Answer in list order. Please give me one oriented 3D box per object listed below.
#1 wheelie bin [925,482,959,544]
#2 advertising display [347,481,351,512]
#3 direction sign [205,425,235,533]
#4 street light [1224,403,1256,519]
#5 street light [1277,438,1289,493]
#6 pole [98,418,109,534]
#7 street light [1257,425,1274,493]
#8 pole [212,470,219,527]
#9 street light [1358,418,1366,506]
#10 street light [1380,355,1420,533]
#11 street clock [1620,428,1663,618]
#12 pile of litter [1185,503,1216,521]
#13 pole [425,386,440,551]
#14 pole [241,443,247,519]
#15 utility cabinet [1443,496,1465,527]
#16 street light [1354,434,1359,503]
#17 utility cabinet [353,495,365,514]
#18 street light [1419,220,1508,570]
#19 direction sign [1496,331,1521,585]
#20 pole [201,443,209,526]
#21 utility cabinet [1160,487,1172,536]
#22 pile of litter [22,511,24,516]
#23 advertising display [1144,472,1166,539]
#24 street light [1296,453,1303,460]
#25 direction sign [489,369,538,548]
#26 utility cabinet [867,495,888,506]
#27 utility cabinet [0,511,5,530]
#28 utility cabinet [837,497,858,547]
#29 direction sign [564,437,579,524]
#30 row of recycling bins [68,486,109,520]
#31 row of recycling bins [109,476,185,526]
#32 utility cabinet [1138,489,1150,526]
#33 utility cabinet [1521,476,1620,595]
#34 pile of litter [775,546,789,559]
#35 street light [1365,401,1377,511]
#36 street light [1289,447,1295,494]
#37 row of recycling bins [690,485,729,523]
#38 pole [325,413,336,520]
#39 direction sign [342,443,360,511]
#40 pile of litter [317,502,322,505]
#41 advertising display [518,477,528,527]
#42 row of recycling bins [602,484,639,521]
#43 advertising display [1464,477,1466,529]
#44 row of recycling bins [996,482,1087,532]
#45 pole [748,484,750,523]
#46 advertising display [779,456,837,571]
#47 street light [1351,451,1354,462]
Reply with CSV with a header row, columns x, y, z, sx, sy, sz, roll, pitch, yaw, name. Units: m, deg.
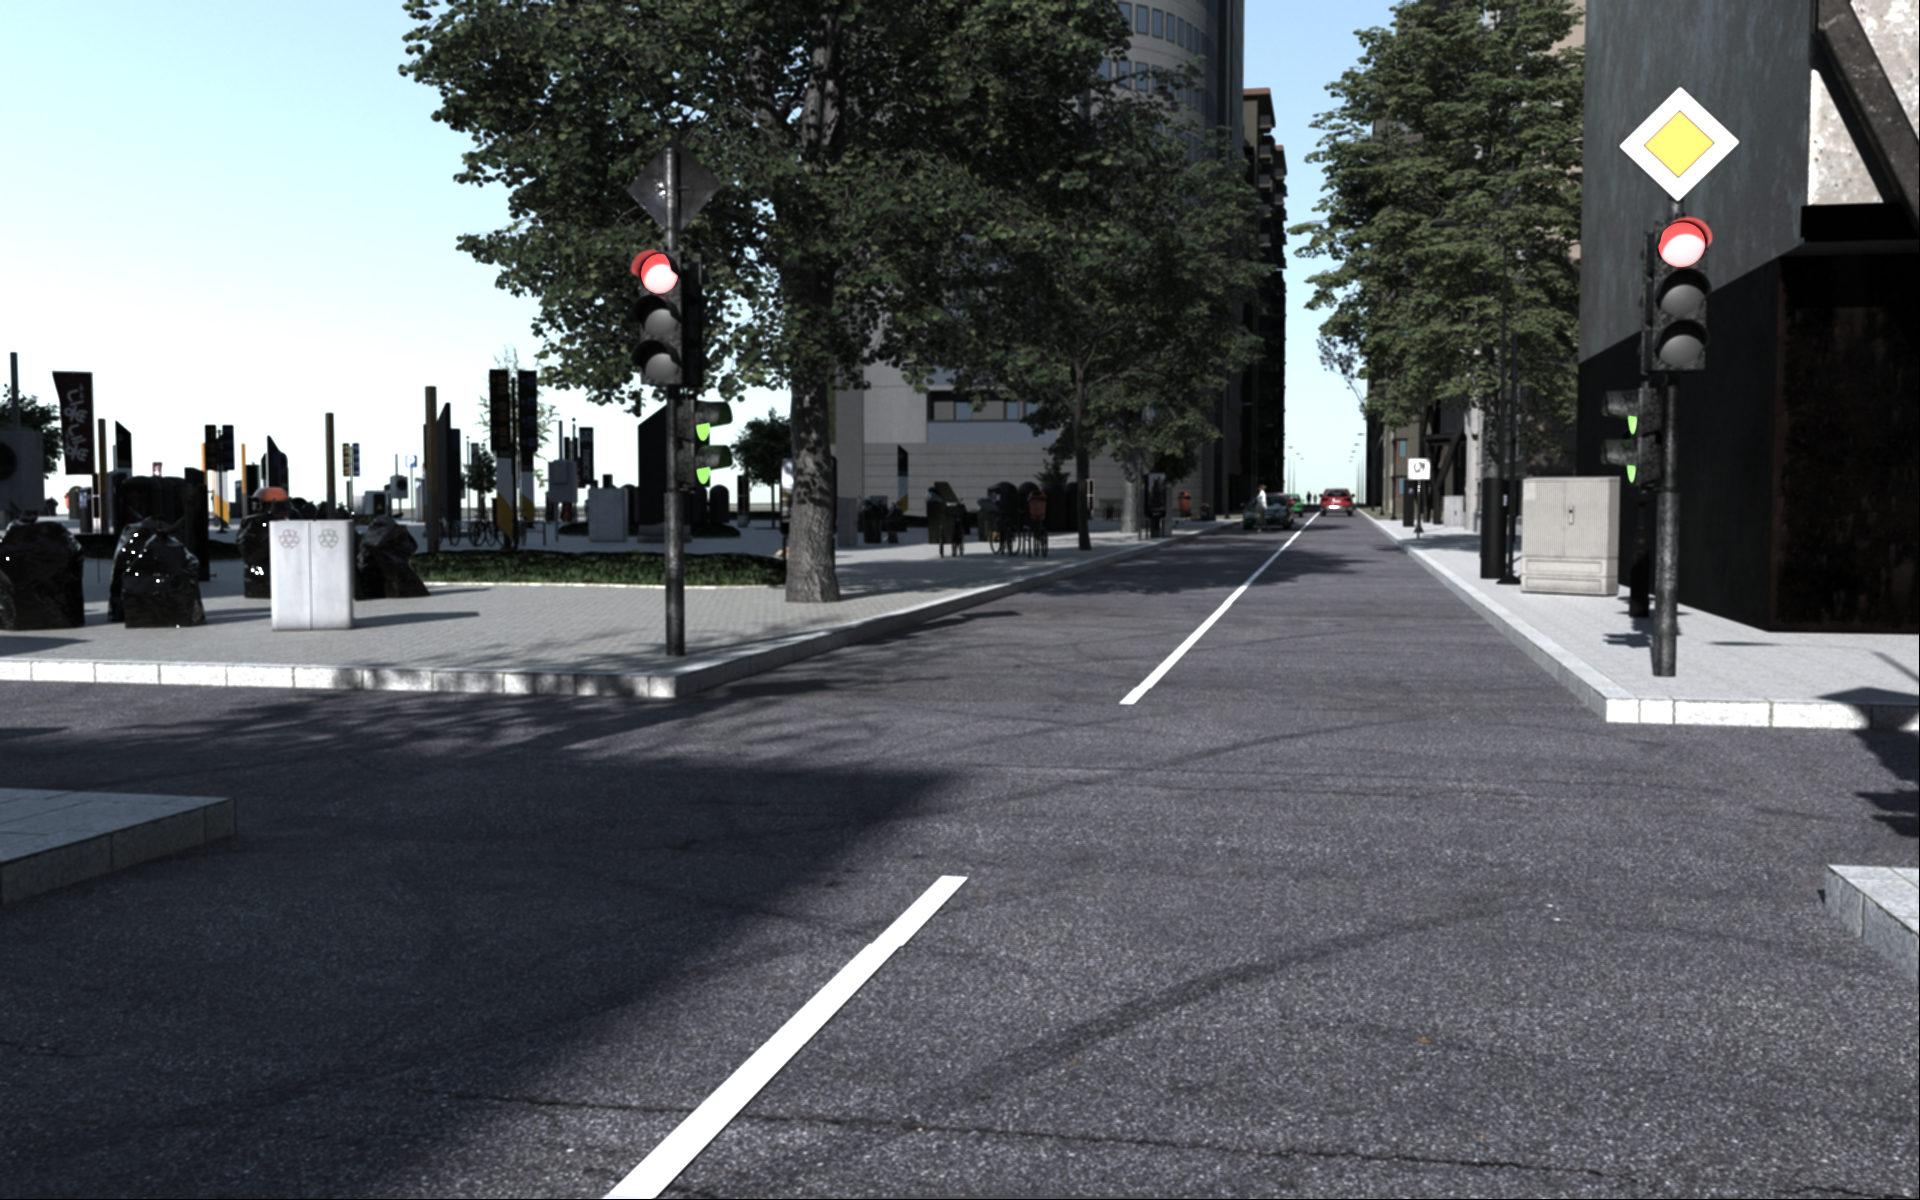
x,y,z,sx,sy,sz,roll,pitch,yaw,name
-0.499,-2.238,44.499,0.693,1.594,0.980,2,4,32,wheelie bin
-29.540,-4.806,83.786,0.123,1.923,0.974,-1,4,-13,advertising display
-24.173,-3.952,56.616,0.876,3.537,0.379,-1,4,-14,direction sign
14.230,-7.095,88.544,1.470,5.913,1.316,1,4,12,street light
26.437,-10.520,144.542,1.470,5.913,1.316,1,4,12,street light
-23.128,-3.237,46.770,0.158,3.312,0.155,0,3,0,pole
20.337,-8.791,116.275,1.470,5.913,1.316,1,4,12,street light
-29.217,-4.532,67.947,0.158,3.312,0.155,0,3,0,pole
25.138,-8.118,105.277,1.470,5.913,1.316,1,4,12,street light
14.716,-5.195,57.480,1.470,5.913,1.316,1,4,12,street light
7.095,-0.824,18.037,0.471,2.002,0.358,2,4,25,street clock
11.454,-4.185,82.386,1.719,0.858,1.176,-1,4,-14,pile of litter
-9.988,-2.381,32.778,0.158,3.312,0.155,0,3,0,pole
-28.782,-4.635,69.620,0.158,3.312,0.155,0,3,0,pole
19.346,-3.457,67.678,0.306,1.237,1.020,-2,4,-26,utility cabinet
31.143,-9.800,132.765,1.470,5.913,1.316,1,4,12,street light
-32.638,-5.070,94.061,1.020,1.237,0.306,2,4,35,utility cabinet
8.651,-3.478,29.413,1.470,5.913,1.316,1,4,12,street light
7.846,-1.994,24.593,0.379,3.537,0.876,1,4,15,direction sign
-29.987,-4.584,68.787,0.158,3.312,0.155,0,3,0,pole
6.098,-2.658,52.132,0.318,1.500,1.173,1,4,20,utility cabinet
-40.123,-3.635,73.397,1.719,0.858,1.176,-3,5,-42,pile of litter
5.648,-2.744,50.084,0.123,1.923,0.974,3,5,40,advertising display
38.145,-13.784,197.901,1.470,5.913,1.316,1,4,12,street light
-8.143,-2.426,31.666,0.876,3.537,0.379,-2,4,-33,direction sign
-4.094,-4.586,86.149,1.020,1.237,0.306,-2,4,-33,utility cabinet
-34.120,-3.106,61.938,0.306,1.237,1.020,1,4,15,utility cabinet
-2.744,-1.908,42.361,0.306,1.237,1.020,1,4,9,utility cabinet
-15.423,-4.697,68.790,0.379,3.537,0.876,2,4,24,direction sign
-43.047,-4.906,87.334,3.534,1.692,1.069,-1,4,-12,row of recycling bins
-18.420,-2.008,39.948,1.069,1.692,3.534,-1,4,-9,row of recycling bins
7.757,-3.725,69.587,1.173,1.500,0.318,2,4,25,utility cabinet
7.766,-0.820,22.082,0.318,1.500,1.173,-3,5,-42,utility cabinet
-3.135,-1.247,34.349,1.176,0.858,1.719,1,4,20,pile of litter
20.779,-6.880,85.027,1.470,5.913,1.316,1,4,12,street light
31.939,-12.072,169.919,1.470,5.913,1.316,1,4,12,street light
-11.892,-4.212,75.986,3.534,1.692,1.069,-1,4,-16,row of recycling bins
-15.773,-3.032,43.417,0.158,3.312,0.155,0,3,0,pole
-27.000,-5.191,76.865,0.876,3.537,0.379,1,4,19,direction sign
-34.880,-4.907,94.194,1.719,0.858,1.176,2,4,33,pile of litter
-16.634,-3.742,66.395,0.123,1.923,0.974,-3,5,-41,advertising display
-13.409,-3.943,71.579,3.534,1.692,1.069,2,4,29,row of recycling bins
19.024,-3.591,63.919,0.123,1.923,0.974,-2,4,-35,advertising display
2.733,-3.160,58.771,3.534,1.692,1.069,-2,4,-27,row of recycling bins
-9.286,-4.994,75.502,0.158,3.312,0.155,0,3,0,pole
-2.548,-1.462,29.113,0.974,1.923,0.123,1,4,11,advertising display
37.160,-11.488,160.363,1.470,5.913,1.316,1,4,12,street light
